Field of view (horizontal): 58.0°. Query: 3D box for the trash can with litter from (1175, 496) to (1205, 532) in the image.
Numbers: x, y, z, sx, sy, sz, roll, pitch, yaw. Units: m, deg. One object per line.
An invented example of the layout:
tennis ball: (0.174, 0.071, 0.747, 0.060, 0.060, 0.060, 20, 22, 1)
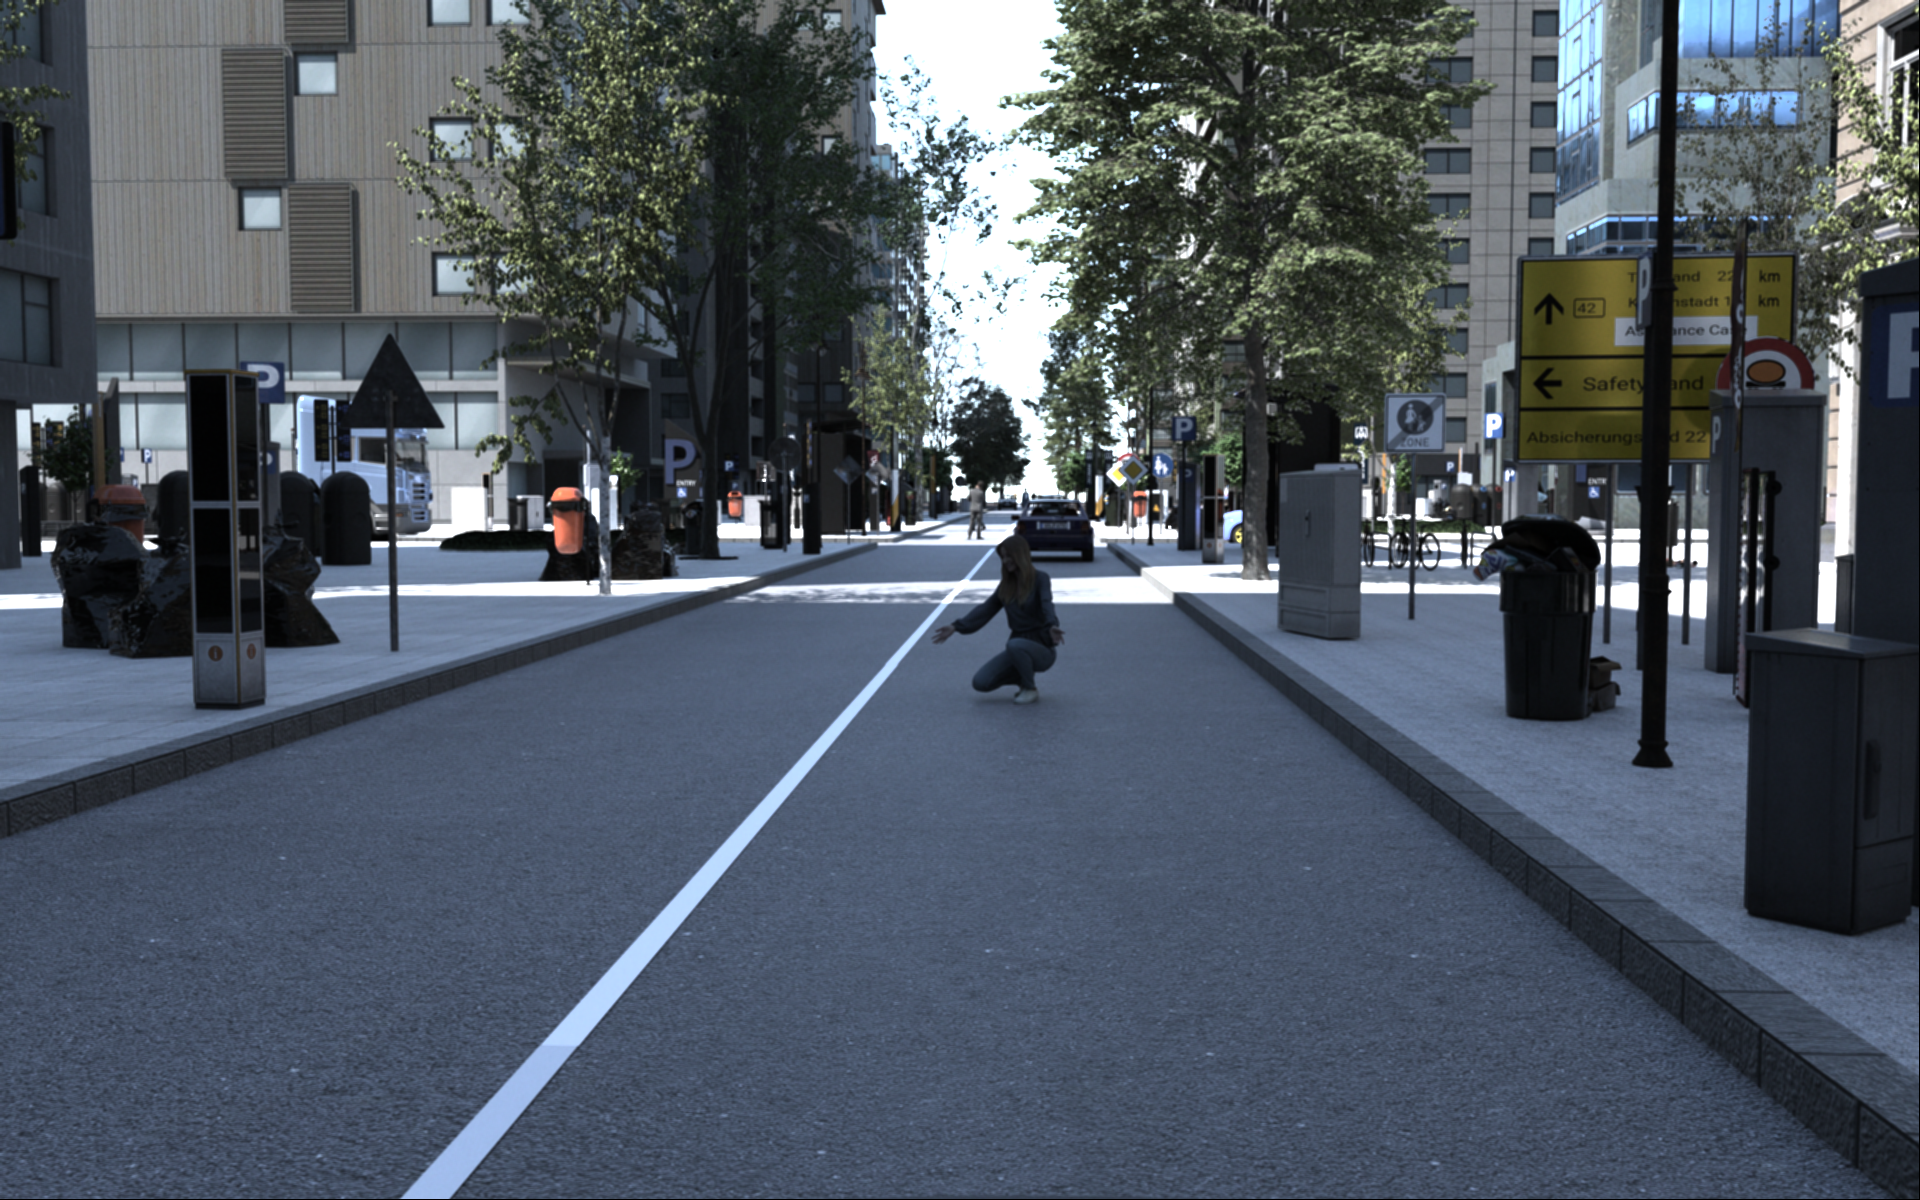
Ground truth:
trash can with litter: (7.332, -2.656, 54.815, 1.055, 1.170, 0.624, 2, 4, 23)

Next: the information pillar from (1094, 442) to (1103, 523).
information pillar: (6.278, -5.307, 78.121, 0.183, 3.616, 0.504, 3, 4, 36)

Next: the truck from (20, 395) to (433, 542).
truck: (-23.670, -3.580, 48.286, 18.799, 4.110, 2.967, 0, 4, 1)

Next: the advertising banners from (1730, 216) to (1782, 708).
advertising banners: (4.783, -0.873, 10.468, 0.090, 3.025, 2.074, 1, 4, 18)

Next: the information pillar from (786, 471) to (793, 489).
information pillar: (-8.530, -5.838, 86.798, 0.183, 3.616, 0.504, -3, 4, -38)

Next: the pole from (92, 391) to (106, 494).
pole: (-17.137, -2.486, 34.494, 0.158, 3.312, 0.155, 0, 3, 0)

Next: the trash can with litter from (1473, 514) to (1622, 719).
trash can with litter: (3.484, 0.075, 10.166, 0.624, 1.170, 1.055, 3, 4, 37)

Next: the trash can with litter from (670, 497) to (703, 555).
trash can with litter: (-5.724, -1.533, 36.447, 0.624, 1.170, 1.055, -3, 5, -41)

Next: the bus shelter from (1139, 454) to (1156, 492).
bus shelter: (9.293, -5.892, 90.259, 2.014, 3.302, 5.546, 0, 4, 3)

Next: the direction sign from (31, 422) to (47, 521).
direction sign: (-29.113, -3.858, 55.068, 0.379, 3.537, 0.876, 1, 4, 19)

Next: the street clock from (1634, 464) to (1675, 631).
street clock: (6.469, -0.709, 16.158, 0.471, 2.002, 0.358, -2, 4, -34)

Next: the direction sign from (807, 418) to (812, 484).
direction sign: (-4.506, -3.666, 51.942, 0.379, 3.537, 0.876, -1, 4, -13)

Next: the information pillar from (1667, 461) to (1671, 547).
information pillar: (17.176, -3.106, 42.143, 0.183, 3.616, 0.504, 3, 5, 41)

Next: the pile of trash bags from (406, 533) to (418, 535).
pile of trash bags: (-18.829, -2.728, 54.350, 3.447, 1.369, 1.912, -1, 4, -18)

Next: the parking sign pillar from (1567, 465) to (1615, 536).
parking sign pillar: (19.377, -3.956, 53.156, 1.447, 3.967, 1.447, 0, 4, -4)

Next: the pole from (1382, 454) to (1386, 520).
pole: (21.334, -5.709, 87.192, 0.158, 3.312, 0.155, 0, 3, 0)

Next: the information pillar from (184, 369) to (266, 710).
information pillar: (-4.400, -0.360, 10.386, 0.304, 2.012, 0.304, 1, 4, 8)

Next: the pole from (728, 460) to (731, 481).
pole: (-13.789, -6.723, 103.764, 0.158, 3.312, 0.155, 0, 3, 0)

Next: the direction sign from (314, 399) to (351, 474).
direction sign: (-15.068, -3.037, 41.658, 0.876, 3.537, 0.379, -3, 5, -42)

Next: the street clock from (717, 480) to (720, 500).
street clock: (-12.285, -5.085, 87.715, 0.358, 2.002, 0.471, -1, 4, -10)

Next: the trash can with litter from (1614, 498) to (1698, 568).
trash can with litter: (12.595, -1.216, 30.931, 1.678, 1.210, 2.233, 1, 4, 20)

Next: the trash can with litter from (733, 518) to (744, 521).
trash can with litter: (-9.829, -4.343, 82.061, 2.233, 1.210, 1.678, -2, 4, -26)

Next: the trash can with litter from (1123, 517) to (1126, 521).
trash can with litter: (7.758, -4.391, 83.182, 0.624, 1.170, 1.055, -1, 4, -22)

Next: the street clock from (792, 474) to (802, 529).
street clock: (-5.962, -3.596, 63.372, 0.471, 2.002, 0.358, 1, 4, 16)

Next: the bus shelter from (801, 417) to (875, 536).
bus shelter: (-3.892, -3.976, 56.294, 1.731, 3.624, 6.357, 0, 4, 3)

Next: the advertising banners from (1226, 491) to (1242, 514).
advertising banners: (15.158, -6.145, 96.652, 0.090, 3.025, 2.074, -1, 4, -22)

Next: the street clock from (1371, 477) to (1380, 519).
street clock: (17.591, -4.210, 73.409, 0.358, 2.002, 0.471, 2, 4, 33)

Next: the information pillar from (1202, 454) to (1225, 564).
information pillar: (4.691, -1.685, 32.049, 0.304, 2.012, 0.304, 3, 4, 38)

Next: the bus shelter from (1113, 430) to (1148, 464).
bus shelter: (10.522, -7.885, 106.545, 2.179, 5.291, 8.768, 0, 4, 2)

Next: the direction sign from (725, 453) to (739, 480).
direction sign: (-12.632, -6.360, 95.987, 0.876, 3.537, 0.379, 1, 4, 18)

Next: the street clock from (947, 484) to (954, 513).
street clock: (-0.641, -7.089, 120.481, 0.358, 2.002, 0.471, 3, 5, 45)

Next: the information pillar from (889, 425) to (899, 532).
information pillar: (-2.216, -4.119, 58.699, 0.183, 3.616, 0.504, 1, 4, 20)

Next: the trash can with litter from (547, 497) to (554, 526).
trash can with litter: (-15.706, -3.481, 68.309, 1.055, 1.170, 0.624, -3, 5, -44)

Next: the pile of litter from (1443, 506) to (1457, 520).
pile of litter: (17.641, -2.898, 61.341, 1.719, 0.858, 1.176, -3, 5, -44)

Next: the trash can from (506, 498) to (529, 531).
trash can: (-14.776, -2.830, 57.932, 0.748, 1.137, 0.748, 0, 3, 0)

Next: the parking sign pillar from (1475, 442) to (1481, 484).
parking sign pillar: (27.288, -6.271, 91.007, 1.447, 3.967, 1.447, 1, 4, 18)

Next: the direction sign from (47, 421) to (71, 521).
direction sign: (-27.742, -3.785, 53.875, 0.876, 3.537, 0.379, 0, 3, 0)

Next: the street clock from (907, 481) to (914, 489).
street clock: (-2.714, -5.585, 95.891, 0.471, 2.002, 0.358, 1, 4, 21)

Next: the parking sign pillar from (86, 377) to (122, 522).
parking sign pillar: (-19.475, -3.117, 39.432, 1.447, 3.967, 1.447, -1, 4, -14)

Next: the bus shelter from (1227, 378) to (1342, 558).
bus shelter: (7.036, -2.855, 37.957, 1.731, 3.624, 6.357, 0, 4, 3)

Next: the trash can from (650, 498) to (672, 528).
trash can: (-9.718, -2.729, 56.272, 0.748, 1.137, 0.748, 0, 3, 0)

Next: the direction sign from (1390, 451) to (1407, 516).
direction sign: (24.536, -6.417, 96.914, 0.876, 3.537, 0.379, 0, 4, -1)

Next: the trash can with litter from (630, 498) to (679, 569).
trash can with litter: (-5.662, -1.094, 28.952, 2.233, 1.210, 1.678, -1, 4, -23)

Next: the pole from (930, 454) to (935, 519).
pole: (-1.498, -6.044, 92.659, 0.158, 3.312, 0.155, 0, 3, 0)

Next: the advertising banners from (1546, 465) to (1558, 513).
advertising banners: (17.581, -3.377, 51.400, 0.090, 3.025, 2.074, 2, 4, 27)

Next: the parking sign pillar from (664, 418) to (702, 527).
parking sign pillar: (-9.832, -4.465, 61.477, 1.447, 3.967, 1.447, 0, 4, 6)

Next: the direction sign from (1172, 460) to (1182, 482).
direction sign: (14.516, -7.532, 115.152, 0.876, 3.537, 0.379, 1, 4, 21)

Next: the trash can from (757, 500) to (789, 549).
trash can: (-4.375, -1.769, 40.584, 0.748, 1.137, 0.748, 0, 3, 0)

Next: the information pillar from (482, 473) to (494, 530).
information pillar: (-16.742, -3.482, 61.415, 0.304, 2.012, 0.304, 0, 4, 1)

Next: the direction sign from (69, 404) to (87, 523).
direction sign: (-21.385, -3.077, 42.301, 0.379, 3.537, 0.876, -1, 4, -19)

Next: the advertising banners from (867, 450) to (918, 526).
advertising banners: (-2.707, -4.479, 69.414, 2.074, 3.025, 0.090, -1, 4, -12)

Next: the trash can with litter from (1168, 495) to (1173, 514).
trash can with litter: (14.299, -6.830, 122.734, 1.678, 1.210, 2.233, 2, 4, 33)

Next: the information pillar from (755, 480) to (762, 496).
information pillar: (-10.369, -5.179, 89.175, 0.304, 2.012, 0.304, -1, 4, -9)

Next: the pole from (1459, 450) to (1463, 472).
pole: (22.914, -5.228, 79.313, 0.158, 3.312, 0.155, 0, 3, 0)
